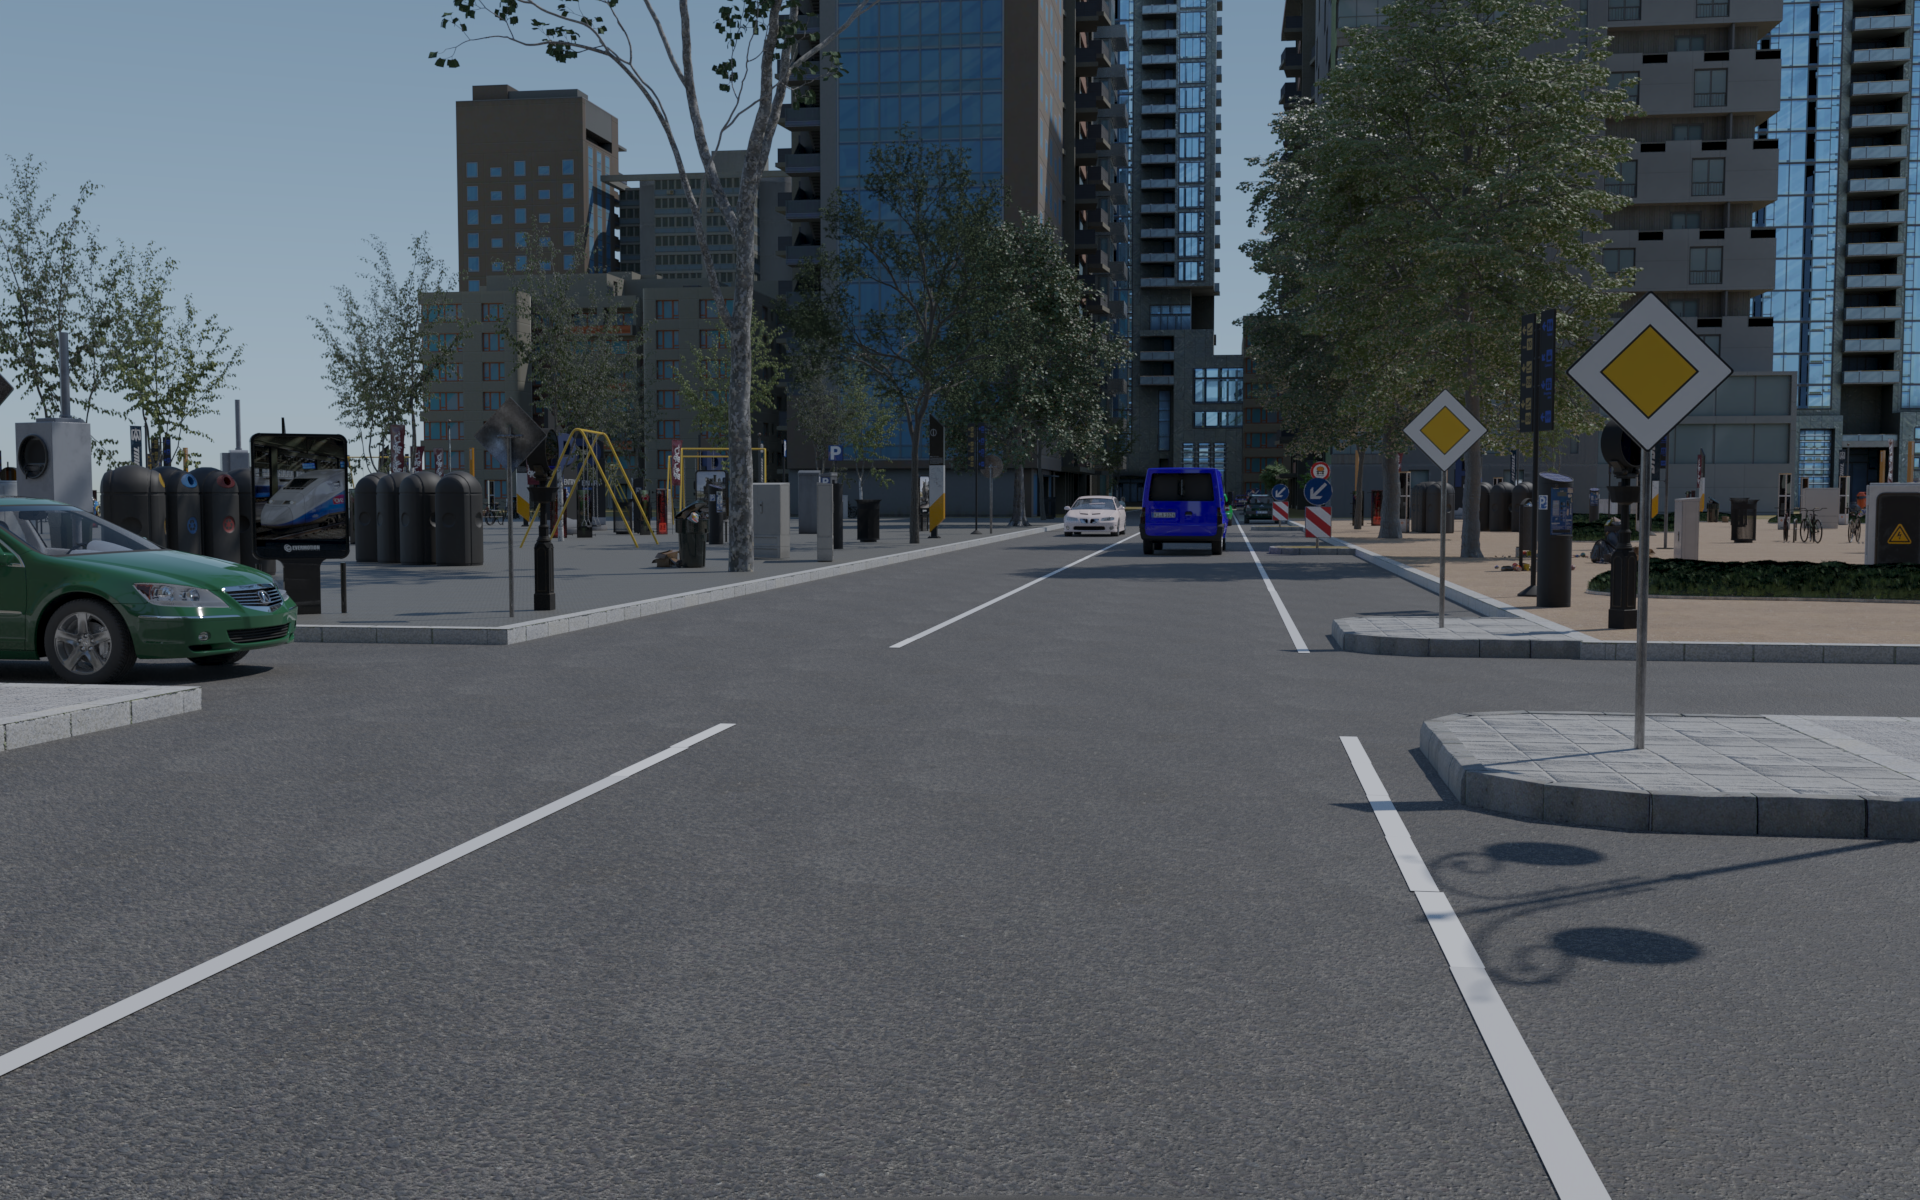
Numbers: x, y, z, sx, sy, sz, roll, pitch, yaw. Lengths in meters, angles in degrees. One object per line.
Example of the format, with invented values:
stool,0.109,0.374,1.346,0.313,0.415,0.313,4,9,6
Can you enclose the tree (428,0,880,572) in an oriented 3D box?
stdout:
tree,-4.047,-10.620,29.523,12.611,20.169,13.585,0,3,0

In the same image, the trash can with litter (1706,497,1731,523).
trash can with litter,34.150,-4.071,77.940,1.055,1.170,0.624,2,4,27

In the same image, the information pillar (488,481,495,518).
information pillar,-25.645,-5.522,94.774,0.304,2.012,0.304,-2,4,-26

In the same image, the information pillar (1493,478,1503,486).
information pillar,24.201,-4.493,77.957,0.304,2.012,0.304,-1,4,-16

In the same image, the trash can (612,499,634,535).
trash can,-10.731,-2.658,55.114,0.748,1.137,0.748,0,3,0

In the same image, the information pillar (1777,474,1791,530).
information pillar,29.629,-3.532,62.240,0.304,2.012,0.304,-2,4,-32

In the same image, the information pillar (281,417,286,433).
information pillar,-20.691,-3.775,53.074,0.183,3.616,0.504,-1,4,-16

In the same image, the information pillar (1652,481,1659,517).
information pillar,25.894,-4.492,64.805,0.504,3.616,0.183,-1,4,-9

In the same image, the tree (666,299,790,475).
tree,-8.509,-6.998,64.775,4.737,8.622,4.395,0,3,0

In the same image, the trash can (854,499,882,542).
trash can,-2.447,-2.115,46.228,0.748,1.137,0.748,0,3,0

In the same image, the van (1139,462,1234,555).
van,5.557,-2.332,42.507,2.240,2.365,5.245,1,4,10

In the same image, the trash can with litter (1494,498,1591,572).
trash can with litter,9.869,-1.111,29.222,1.678,1.210,2.233,3,5,44

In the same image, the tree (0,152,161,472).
tree,-19.619,-5.338,37.632,4.360,8.622,3.978,0,3,0

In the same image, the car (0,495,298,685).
car,-7.834,-0.138,14.047,4.920,1.459,2.131,1,4,10

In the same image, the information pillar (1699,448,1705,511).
information pillar,37.473,-5.879,87.477,0.183,3.616,0.504,0,4,2

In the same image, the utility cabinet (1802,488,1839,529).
utility cabinet,31.400,-3.337,63.234,1.173,1.500,0.318,0,4,4

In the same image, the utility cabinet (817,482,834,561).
utility cabinet,-2.577,-1.503,33.246,0.318,1.500,1.173,0,4,-4

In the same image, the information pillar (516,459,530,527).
information pillar,-17.177,-4.693,68.083,0.504,3.616,0.183,-2,4,-24

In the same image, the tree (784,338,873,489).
tree,-6.249,-7.865,78.948,4.360,8.622,3.978,0,3,0

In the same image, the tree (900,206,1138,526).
tree,2.321,-9.328,69.523,9.611,12.733,9.660,0,3,0

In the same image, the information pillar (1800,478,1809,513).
information pillar,37.853,-4.475,77.663,0.304,2.012,0.304,1,4,16

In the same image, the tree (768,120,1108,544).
tree,-1.373,-6.722,44.323,8.767,10.594,7.601,2,4,29

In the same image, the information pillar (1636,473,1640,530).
information pillar,21.278,-3.025,53.959,0.304,2.012,0.304,3,5,44

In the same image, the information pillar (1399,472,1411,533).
information pillar,14.646,-3.218,57.114,0.304,2.012,0.304,2,4,35

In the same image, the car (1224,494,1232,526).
car,11.526,-4.311,79.276,1.959,1.807,4.718,0,4,7

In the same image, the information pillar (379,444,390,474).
information pillar,-27.100,-5.521,81.617,0.504,3.616,0.183,0,4,3

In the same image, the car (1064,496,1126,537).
car,4.715,-2.918,60.064,2.083,1.381,4.827,1,4,10

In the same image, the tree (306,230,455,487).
tree,-15.412,-5.953,47.701,4.360,8.622,3.978,0,3,0

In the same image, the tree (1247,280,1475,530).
tree,14.262,-7.814,62.164,8.767,10.594,7.601,1,4,23

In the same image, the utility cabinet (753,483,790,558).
utility cabinet,-3.921,-1.570,34.346,1.173,1.500,0.318,3,4,36

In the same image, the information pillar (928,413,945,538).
information pillar,-0.675,-3.595,50.126,0.504,3.616,0.183,2,4,28

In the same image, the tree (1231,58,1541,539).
tree,12.385,-8.753,49.771,9.857,13.997,8.962,0,3,0

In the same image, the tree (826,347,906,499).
tree,-4.786,-8.225,84.835,4.737,8.622,4.395,0,3,0

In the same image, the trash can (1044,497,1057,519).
trash can,4.617,-4.731,89.003,0.748,1.137,0.748,0,3,0

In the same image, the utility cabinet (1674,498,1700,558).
utility cabinet,12.572,-1.152,29.996,0.306,1.237,1.020,1,4,16

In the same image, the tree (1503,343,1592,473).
tree,28.181,-8.092,82.672,4.737,8.622,4.395,0,3,0

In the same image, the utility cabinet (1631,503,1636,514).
utility cabinet,33.884,-4.754,86.398,0.318,1.500,1.173,0,4,-4

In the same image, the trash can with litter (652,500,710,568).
trash can with litter,-4.908,-1.154,30.260,1.055,1.170,0.624,2,4,24

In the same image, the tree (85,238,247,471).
tree,-23.170,-6.101,50.108,4.737,8.622,4.395,0,3,0

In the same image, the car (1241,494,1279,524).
car,14.805,-4.595,84.906,2.009,1.686,4.222,1,4,10

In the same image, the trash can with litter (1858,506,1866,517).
trash can with litter,20.261,-1.631,38.054,1.055,1.170,0.624,-3,4,-39

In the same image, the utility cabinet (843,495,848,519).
utility cabinet,-6.172,-4.836,90.228,0.306,1.237,1.020,-2,4,-26

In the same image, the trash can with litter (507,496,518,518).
trash can with litter,-23.730,-4.911,91.688,0.624,1.170,1.055,-3,4,-37

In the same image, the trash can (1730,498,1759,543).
trash can,20.647,-2.077,45.619,0.748,1.137,0.748,0,3,0

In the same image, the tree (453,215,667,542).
tree,-10.555,-5.884,46.559,4.360,8.622,3.978,0,3,0

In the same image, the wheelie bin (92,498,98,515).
wheelie bin,-16.863,-1.521,32.772,0.693,1.594,0.980,3,4,38

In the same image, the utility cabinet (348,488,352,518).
utility cabinet,-23.732,-3.688,68.976,1.173,1.500,0.318,-2,4,-28

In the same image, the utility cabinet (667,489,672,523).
utility cabinet,-12.706,-4.025,74.491,0.318,1.500,1.173,0,4,7

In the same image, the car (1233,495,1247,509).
car,26.854,-9.306,164.733,1.945,1.354,3.894,1,4,8

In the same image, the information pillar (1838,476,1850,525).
information pillar,36.533,-4.103,71.584,0.304,2.012,0.304,-3,5,-43
